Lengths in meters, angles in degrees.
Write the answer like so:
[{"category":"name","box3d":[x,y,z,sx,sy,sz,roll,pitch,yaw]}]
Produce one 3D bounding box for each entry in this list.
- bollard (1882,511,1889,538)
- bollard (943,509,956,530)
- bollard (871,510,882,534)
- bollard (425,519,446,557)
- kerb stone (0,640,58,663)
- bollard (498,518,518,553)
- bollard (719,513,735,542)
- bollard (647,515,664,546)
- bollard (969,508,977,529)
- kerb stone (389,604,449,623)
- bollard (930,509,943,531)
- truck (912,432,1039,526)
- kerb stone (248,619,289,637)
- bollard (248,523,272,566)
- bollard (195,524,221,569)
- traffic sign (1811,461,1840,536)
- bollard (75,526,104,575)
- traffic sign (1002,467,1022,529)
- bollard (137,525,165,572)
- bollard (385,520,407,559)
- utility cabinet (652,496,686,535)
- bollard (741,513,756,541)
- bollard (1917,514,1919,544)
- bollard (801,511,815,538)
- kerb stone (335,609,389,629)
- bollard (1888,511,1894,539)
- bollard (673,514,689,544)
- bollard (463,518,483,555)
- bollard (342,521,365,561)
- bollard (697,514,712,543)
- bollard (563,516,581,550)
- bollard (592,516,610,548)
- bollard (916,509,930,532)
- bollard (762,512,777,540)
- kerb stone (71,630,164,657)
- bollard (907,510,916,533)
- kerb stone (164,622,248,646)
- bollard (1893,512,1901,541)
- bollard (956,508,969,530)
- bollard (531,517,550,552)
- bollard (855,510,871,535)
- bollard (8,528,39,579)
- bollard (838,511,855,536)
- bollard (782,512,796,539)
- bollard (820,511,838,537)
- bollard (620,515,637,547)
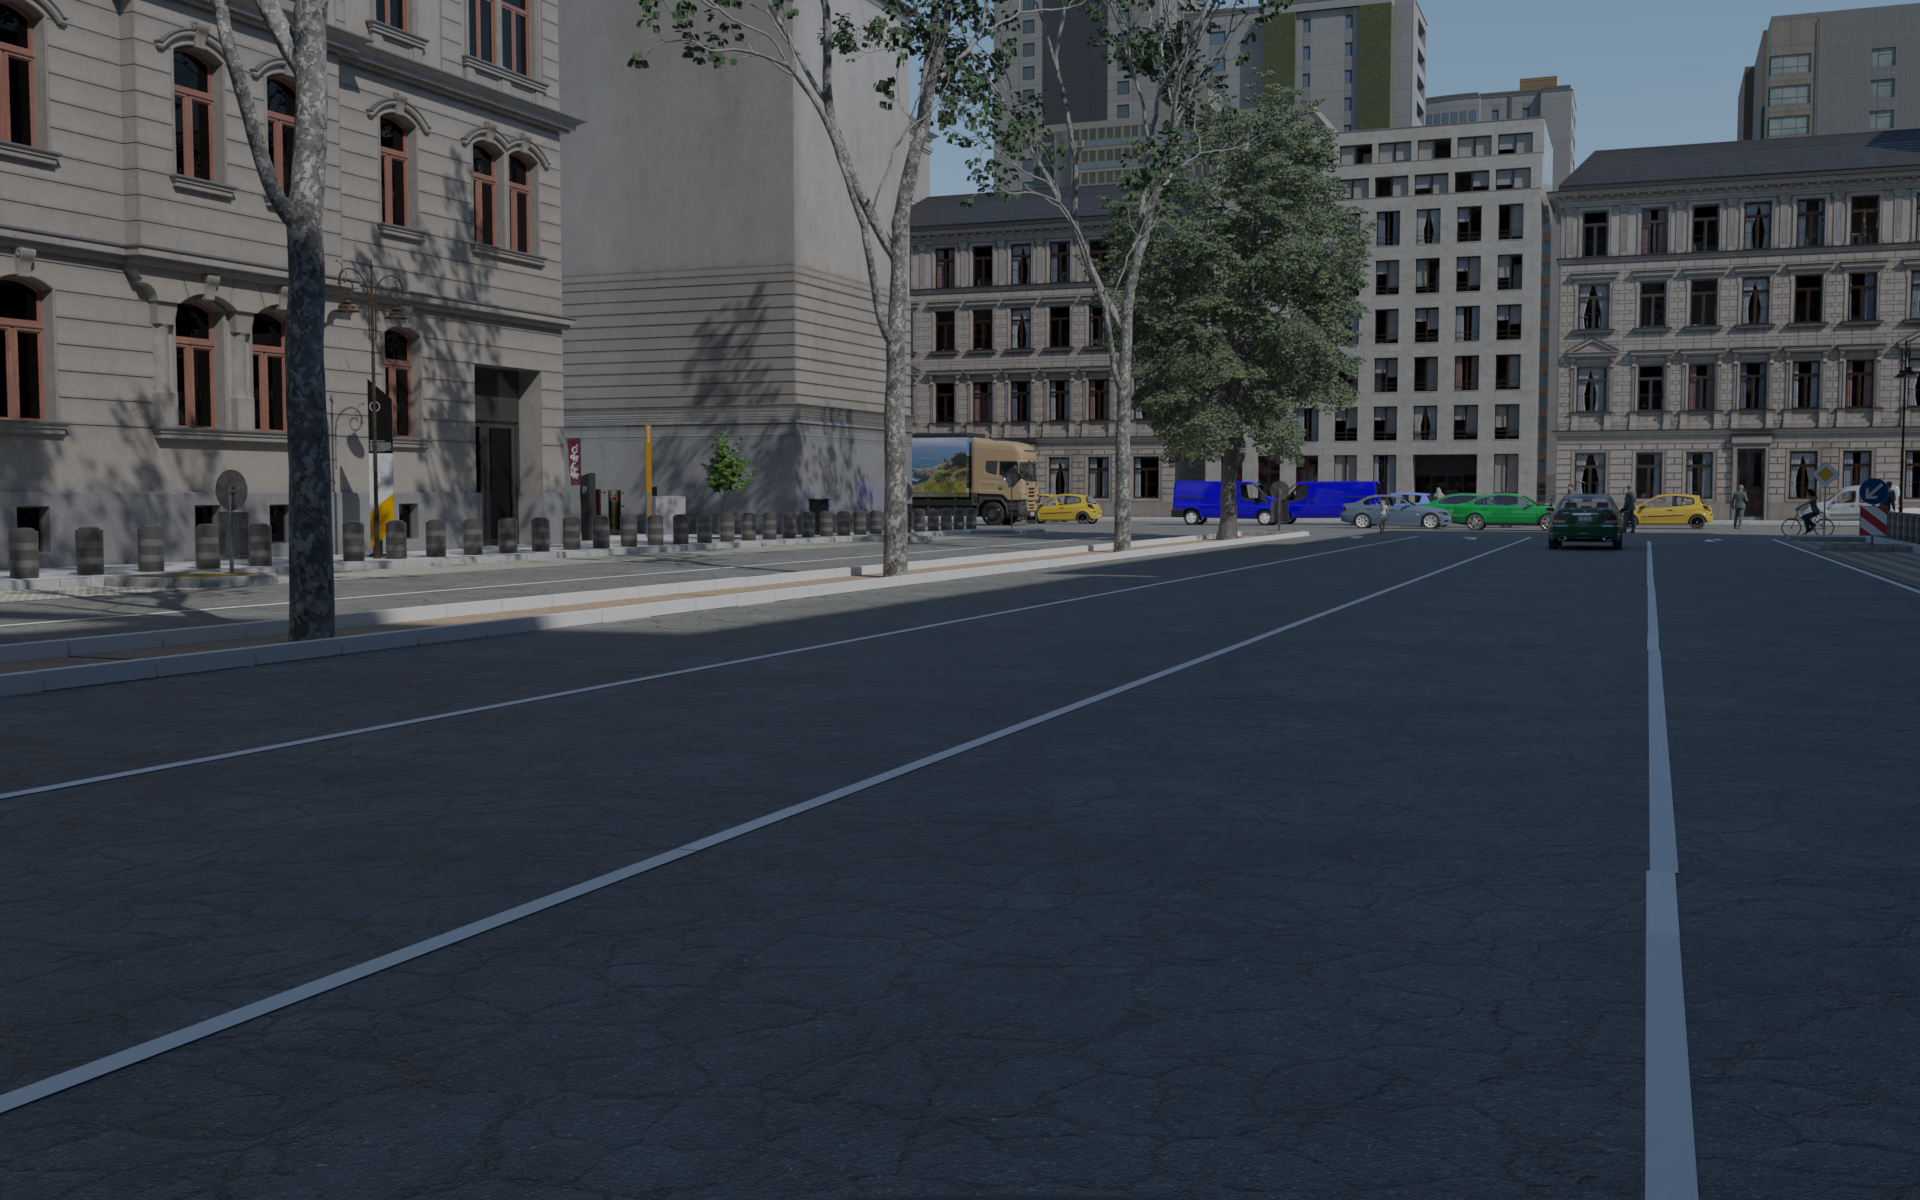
[{"category":"bollard","box3d":[26.975,-2.160,50.039,0.404,0.777,0.398,0,3,0]},{"category":"bollard","box3d":[-0.483,-2.843,61.202,0.404,0.777,0.398,0,3,0]},{"category":"bollard","box3d":[-2.704,-2.500,55.598,0.404,0.777,0.398,0,3,0]},{"category":"bollard","box3d":[-10.716,-1.265,35.403,0.404,0.777,0.398,0,3,0]},{"category":"kerb stone","box3d":[-8.079,0.454,14.776,0.120,0.150,1.000,1,4,22]},{"category":"bollard","box3d":[-9.827,-1.402,37.637,0.404,0.777,0.398,0,3,0]},{"category":"bollard","box3d":[-6.271,-1.951,46.612,0.404,0.777,0.398,0,3,0]},{"category":"bollard","box3d":[-7.607,-1.745,43.242,0.404,0.777,0.398,0,3,0]},{"category":"bollard","box3d":[0.410,-2.980,63.439,0.404,0.777,0.398,0,3,0]},{"category":"kerb stone","box3d":[-6.176,0.161,19.566,0.120,0.150,1.000,1,4,22]},{"category":"bollard","box3d":[-0.931,-2.774,60.067,0.404,0.777,0.398,0,3,0]},{"category":"truck","box3d":[-1.338,-5.608,80.602,11.283,4.237,2.839,1,4,20]},{"category":"kerb stone","box3d":[-6.934,0.278,17.651,0.120,0.150,1.000,1,4,22]},{"category":"bollard","box3d":[-12.500,-0.991,30.916,0.404,0.777,0.398,0,3,0]},{"category":"bollard","box3d":[-12.942,-0.922,29.795,0.404,0.777,0.398,0,3,0]},{"category":"traffic sign","box3d":[26.504,-3.024,53.079,0.795,2.450,0.064,1,4,22]},{"category":"bollard","box3d":[-13.836,-0.784,27.536,0.404,0.777,0.398,0,3,0]},{"category":"traffic sign","box3d":[1.879,-3.620,62.835,0.795,2.450,0.064,1,4,22]},{"category":"bollard","box3d":[-13.389,-0.853,28.658,0.404,0.777,0.398,0,3,0]},{"category":"bollard","box3d":[-11.162,-1.197,34.287,0.404,0.777,0.398,0,3,0]},{"category":"utility cabinet","box3d":[-9.179,-2.662,54.682,1.020,1.237,0.306,-2,4,-32]},{"category":"bollard","box3d":[-5.827,-2.019,47.729,0.404,0.777,0.398,0,3,0]},{"category":"bollard","box3d":[25.637,-1.953,46.656,0.404,0.777,0.398,0,3,0]},{"category":"bollard","box3d":[-4.483,-2.226,51.113,0.404,0.777,0.398,0,3,0]},{"category":"kerb stone","box3d":[-6.541,0.220,18.600,0.120,0.150,1.000,1,4,22]},{"category":"bollard","box3d":[26.532,-2.092,48.915,0.404,0.777,0.398,0,3,0]},{"category":"bollard","box3d":[-7.156,-1.814,44.373,0.404,0.777,0.398,0,3,0]},{"category":"bollard","box3d":[-10.275,-1.334,36.522,0.404,0.777,0.398,0,3,0]},{"category":"bollard","box3d":[-11.609,-1.128,33.155,0.404,0.777,0.398,0,3,0]},{"category":"bollard","box3d":[-6.714,-1.882,45.492,0.404,0.777,0.398,0,3,0]},{"category":"bollard","box3d":[-8.943,-1.539,39.883,0.404,0.777,0.398,0,3,0]},{"category":"bollard","box3d":[-8.495,-1.608,41.001,0.404,0.777,0.398,0,3,0]},{"category":"bollard","box3d":[-1.376,-2.705,58.950,0.404,0.777,0.398,0,3,0]},{"category":"bollard","box3d":[-5.379,-2.088,48.859,0.404,0.777,0.398,0,3,0]},{"category":"kerb stone","box3d":[-7.697,0.396,15.729,0.120,0.150,1.000,1,4,22]},{"category":"bollard","box3d":[-1.819,-2.637,57.833,0.404,0.777,0.398,0,3,0]},{"category":"kerb stone","box3d":[-7.312,0.337,16.691,0.120,0.150,1.000,1,4,22]},{"category":"bollard","box3d":[26.078,-2.023,47.786,0.404,0.777,0.398,0,3,0]},{"category":"bollard","box3d":[-0.041,-2.912,62.320,0.404,0.777,0.398,0,3,0]},{"category":"bollard","box3d":[-9.384,-1.470,38.757,0.404,0.777,0.398,0,3,0]},{"category":"bollard","box3d":[-3.146,-2.432,54.480,0.404,0.777,0.398,0,3,0]},{"category":"bollard","box3d":[-14.281,-0.716,26.419,0.404,0.777,0.398,0,3,0]},{"category":"bollard","box3d":[-3.587,-2.364,53.362,0.404,0.777,0.398,0,3,0]},{"category":"bollard","box3d":[-4.932,-2.157,49.985,0.404,0.777,0.398,0,3,0]},{"category":"bollard","box3d":[-4.034,-2.295,52.246,0.404,0.777,0.398,0,3,0]},{"category":"bollard","box3d":[-8.054,-1.676,42.119,0.404,0.777,0.398,0,3,0]}]
